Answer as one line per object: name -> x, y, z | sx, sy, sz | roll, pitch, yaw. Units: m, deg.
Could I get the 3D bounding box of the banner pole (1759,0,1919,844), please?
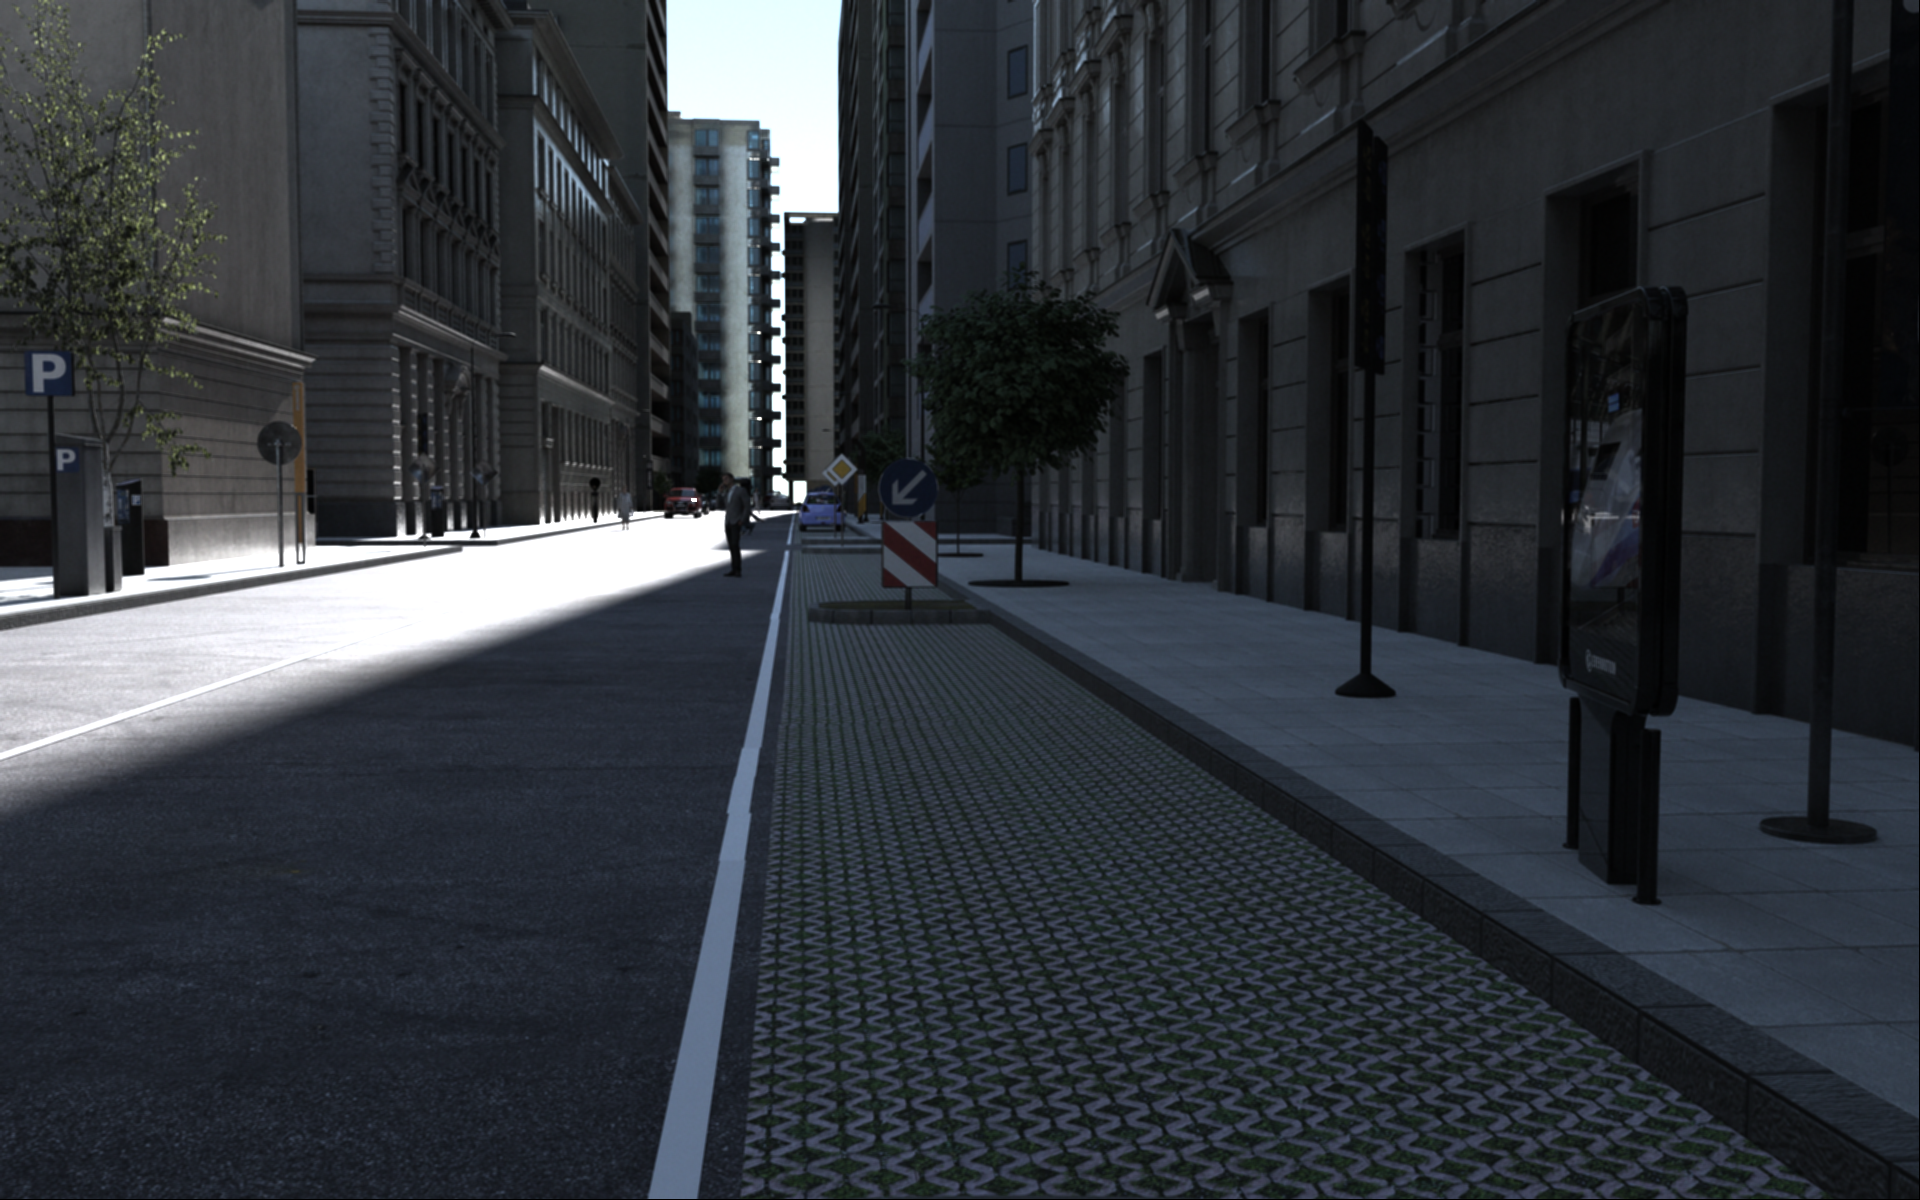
banner pole -> 3.410, -0.994, 6.272 | 0.863, 3.779, 0.401 | 3, 5, 42

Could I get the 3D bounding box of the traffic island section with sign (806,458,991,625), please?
traffic island section with sign -> -0.740, -0.685, 19.829 | 1.989, 1.847, 2.006 | 0, 4, -5

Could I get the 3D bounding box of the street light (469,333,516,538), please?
street light -> -13.516, -4.742, 50.079 | 1.470, 5.913, 1.316 | 0, 4, -5

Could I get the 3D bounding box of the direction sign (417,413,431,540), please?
direction sign -> -15.130, -3.475, 48.821 | 0.379, 3.537, 0.876 | -2, 4, -33

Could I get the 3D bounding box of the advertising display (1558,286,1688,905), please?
advertising display -> 2.196, -0.036, 5.807 | 0.123, 1.923, 0.974 | 0, 4, 5

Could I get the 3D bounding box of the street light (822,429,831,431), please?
street light -> -9.186, -9.299, 124.578 | 1.470, 5.913, 1.316 | 0, 4, -5

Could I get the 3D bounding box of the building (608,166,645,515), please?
building -> -26.265, -17.160, 109.441 | 11.050, 23.489, 19.941 | 0, 4, -5

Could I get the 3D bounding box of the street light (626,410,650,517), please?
street light -> -17.862, -7.545, 95.909 | 1.470, 5.913, 1.316 | 0, 4, -5

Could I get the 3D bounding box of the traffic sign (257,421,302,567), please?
traffic sign -> -11.892, -1.846, 30.283 | 0.768, 2.556, 0.104 | 0, 4, -1

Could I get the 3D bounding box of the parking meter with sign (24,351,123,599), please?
parking meter with sign -> -11.181, -1.573, 21.979 | 0.543, 3.016, 1.738 | 0, 4, -7

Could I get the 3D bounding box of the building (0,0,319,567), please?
building -> -23.523, -10.361, 34.030 | 19.286, 19.102, 10.561 | 0, 4, -5

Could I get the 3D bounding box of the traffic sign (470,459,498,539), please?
traffic sign -> -13.587, -2.802, 49.460 | 0.795, 2.450, 0.064 | 0, 4, -5

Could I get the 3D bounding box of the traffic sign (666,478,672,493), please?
traffic sign -> -20.288, -7.260, 119.891 | 0.795, 2.450, 0.064 | 0, 4, -5

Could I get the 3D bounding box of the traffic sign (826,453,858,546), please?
traffic sign -> -2.889, -2.372, 42.418 | 0.795, 2.450, 0.064 | 0, 4, -5

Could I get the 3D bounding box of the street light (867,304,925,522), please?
street light -> -1.458, -4.279, 42.502 | 1.470, 5.913, 1.316 | 0, 4, -5

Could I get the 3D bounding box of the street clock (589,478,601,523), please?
street clock -> -16.074, -4.387, 76.291 | 0.471, 2.002, 0.358 | -1, 4, -16

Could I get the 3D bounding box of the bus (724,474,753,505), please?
bus -> -23.242, -11.439, 181.893 | 2.948, 3.499, 13.247 | 0, 4, -7

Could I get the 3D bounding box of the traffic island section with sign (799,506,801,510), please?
traffic island section with sign -> -5.966, -4.093, 75.550 | 1.989, 1.847, 2.006 | 0, 4, -5

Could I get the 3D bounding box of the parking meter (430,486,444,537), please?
parking meter -> -15.633, -2.654, 51.803 | 0.372, 1.533, 0.369 | 0, 3, 0

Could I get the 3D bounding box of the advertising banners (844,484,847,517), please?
advertising banners -> -6.595, -6.304, 99.251 | 0.090, 3.025, 2.074 | 0, 4, -7

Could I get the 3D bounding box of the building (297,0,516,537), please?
building -> -22.387, -14.111, 59.587 | 11.050, 23.489, 19.941 | 0, 4, -5

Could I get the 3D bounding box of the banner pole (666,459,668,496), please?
banner pole -> -20.739, -8.112, 122.640 | 0.401, 3.779, 0.863 | 0, 4, -5

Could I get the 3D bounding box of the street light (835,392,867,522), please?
street light -> -4.852, -6.531, 79.328 | 1.470, 5.913, 1.316 | 0, 4, -5

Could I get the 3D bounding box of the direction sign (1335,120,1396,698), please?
direction sign -> 2.593, -1.161, 10.973 | 0.379, 3.537, 0.876 | 2, 4, 23

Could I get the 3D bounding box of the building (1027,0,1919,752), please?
building -> 11.561, -14.905, 20.108 | 17.030, 29.872, 44.131 | 0, 4, -5

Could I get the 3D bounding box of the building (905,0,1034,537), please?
building -> 12.703, -31.671, 59.827 | 28.212, 58.520, 21.231 | 0, 4, -5

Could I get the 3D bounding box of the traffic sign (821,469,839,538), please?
traffic sign -> -3.634, -2.858, 50.368 | 0.795, 2.450, 0.064 | 0, 4, -5

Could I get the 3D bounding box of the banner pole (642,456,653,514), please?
banner pole -> -20.523, -7.569, 113.767 | 0.863, 3.779, 0.401 | 1, 4, 17

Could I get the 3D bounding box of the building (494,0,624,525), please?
building -> -25.907, -15.355, 84.338 | 16.112, 22.955, 30.059 | 0, 4, -5

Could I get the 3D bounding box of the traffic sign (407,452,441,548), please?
traffic sign -> -12.842, -2.316, 41.509 | 0.795, 2.450, 0.064 | 0, 4, -5

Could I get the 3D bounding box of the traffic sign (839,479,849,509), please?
traffic sign -> -7.281, -6.578, 107.660 | 0.768, 2.556, 0.104 | 0, 4, 3

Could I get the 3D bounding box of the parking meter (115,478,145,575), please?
parking meter -> -13.135, -1.163, 27.421 | 0.372, 1.533, 0.369 | 0, 3, 0
